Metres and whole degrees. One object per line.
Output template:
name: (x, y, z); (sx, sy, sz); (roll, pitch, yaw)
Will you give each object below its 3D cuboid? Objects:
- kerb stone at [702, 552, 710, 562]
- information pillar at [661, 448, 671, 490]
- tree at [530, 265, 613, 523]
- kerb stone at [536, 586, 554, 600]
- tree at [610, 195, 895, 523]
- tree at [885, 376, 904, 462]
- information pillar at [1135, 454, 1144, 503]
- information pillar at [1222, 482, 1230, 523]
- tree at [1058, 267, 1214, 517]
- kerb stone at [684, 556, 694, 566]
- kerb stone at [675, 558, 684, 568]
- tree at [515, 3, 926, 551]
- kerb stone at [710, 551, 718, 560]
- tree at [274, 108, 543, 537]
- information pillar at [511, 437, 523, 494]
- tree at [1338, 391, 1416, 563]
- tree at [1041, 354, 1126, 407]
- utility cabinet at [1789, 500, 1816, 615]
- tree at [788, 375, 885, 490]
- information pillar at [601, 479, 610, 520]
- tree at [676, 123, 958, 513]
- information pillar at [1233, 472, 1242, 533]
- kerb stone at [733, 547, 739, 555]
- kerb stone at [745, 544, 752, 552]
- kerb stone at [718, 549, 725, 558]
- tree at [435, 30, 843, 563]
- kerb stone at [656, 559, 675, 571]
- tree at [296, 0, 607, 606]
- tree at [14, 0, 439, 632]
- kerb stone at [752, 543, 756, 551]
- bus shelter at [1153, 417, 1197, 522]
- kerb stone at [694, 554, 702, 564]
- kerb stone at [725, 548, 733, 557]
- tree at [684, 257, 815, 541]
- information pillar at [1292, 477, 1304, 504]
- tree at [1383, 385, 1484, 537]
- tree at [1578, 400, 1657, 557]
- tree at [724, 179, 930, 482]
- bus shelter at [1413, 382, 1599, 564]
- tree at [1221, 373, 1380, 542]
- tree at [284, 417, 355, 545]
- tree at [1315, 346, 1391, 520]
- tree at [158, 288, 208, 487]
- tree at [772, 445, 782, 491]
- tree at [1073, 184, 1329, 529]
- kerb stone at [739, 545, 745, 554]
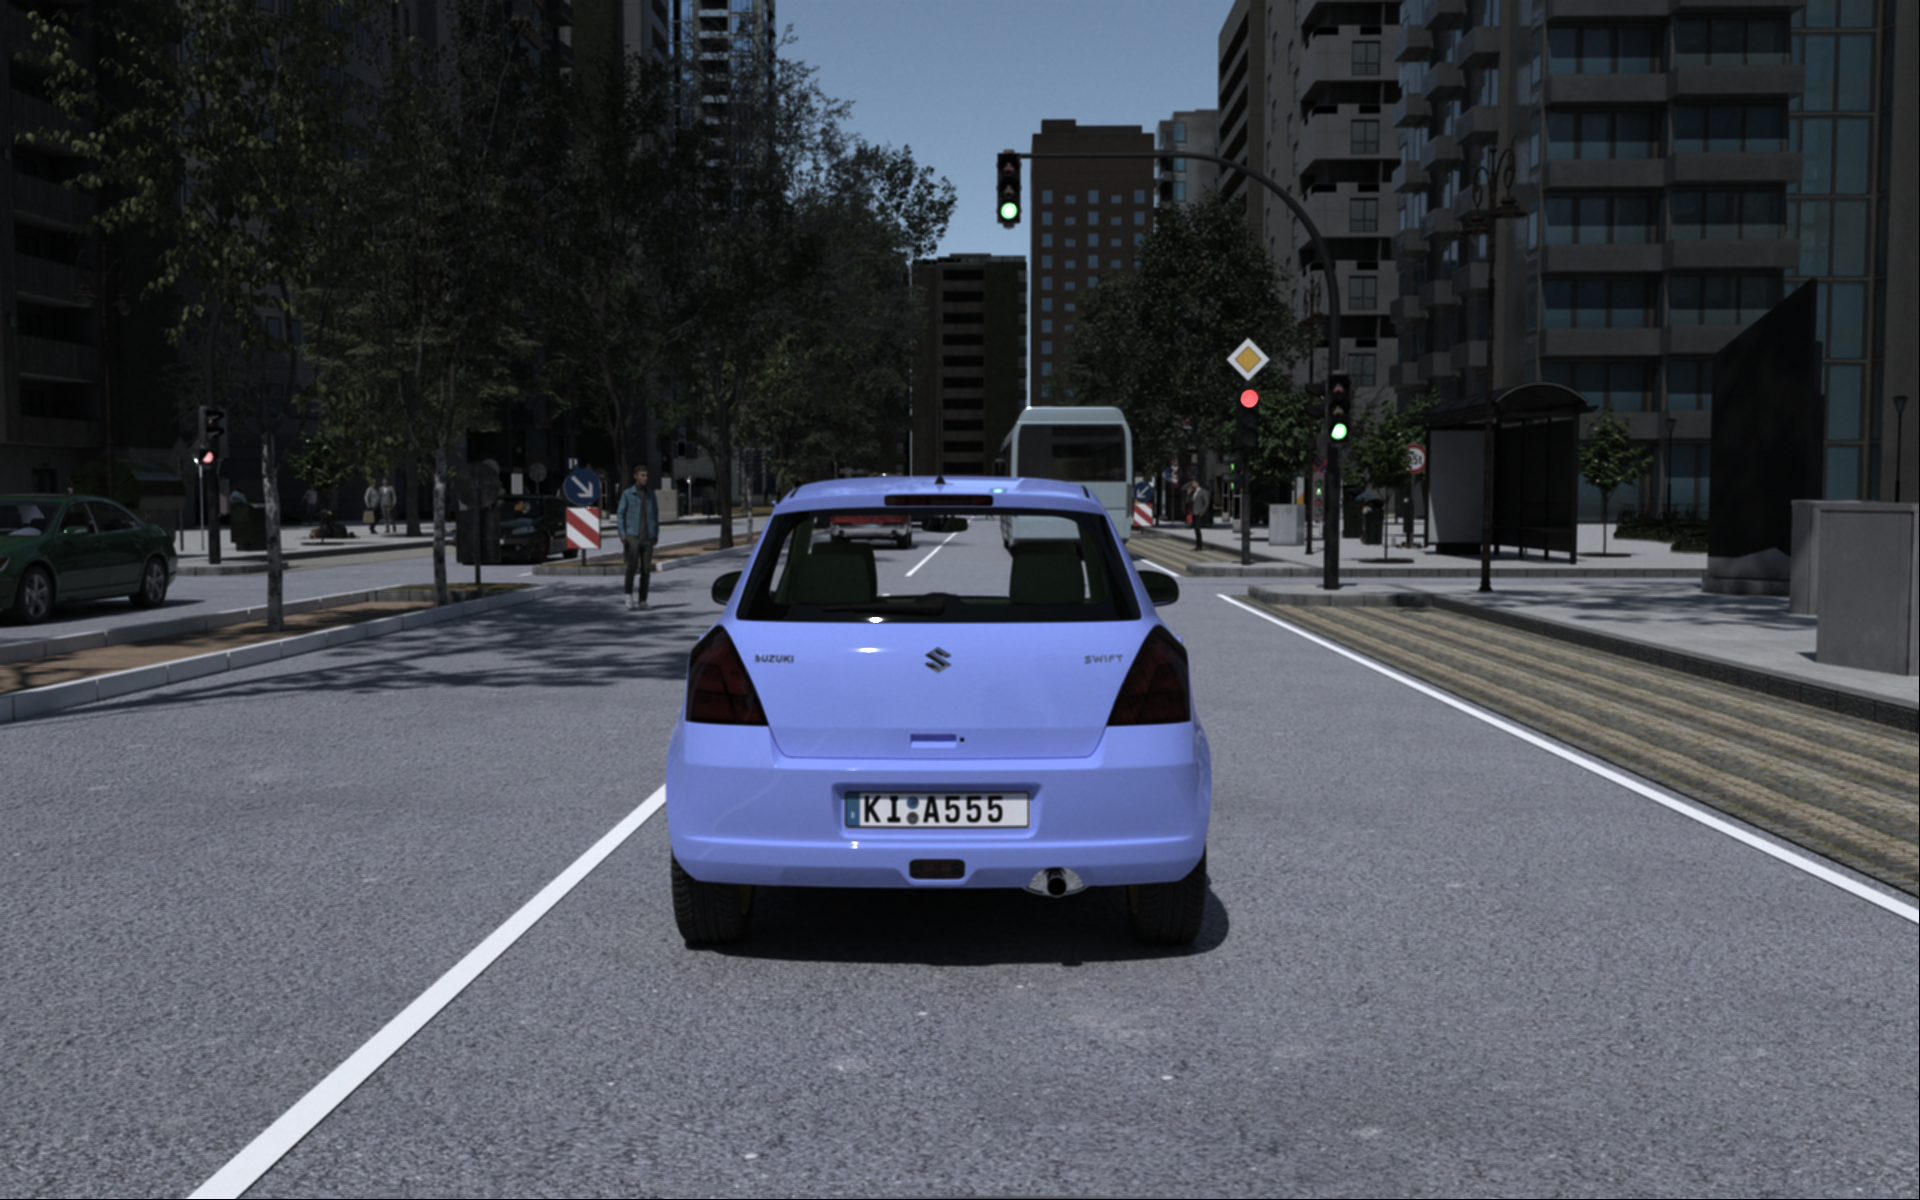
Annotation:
kerb stone: (-5.484, -0.886, 36.674); (0.120, 0.150, 1.000); (0, 4, 1)
information pillar: (-14.851, -5.883, 87.537); (0.504, 3.616, 0.183); (-2, 4, -28)
tree: (-14.991, -9.219, 76.490); (9.928, 11.665, 9.643); (0, 3, 0)
kerb stone: (-5.773, -0.096, 23.799); (0.120, 0.150, 1.000); (0, 4, 1)
tree: (-5.981, -8.026, 59.444); (9.928, 11.665, 9.643); (0, 3, 0)
tree: (-4.886, -8.832, 97.226); (4.360, 8.622, 3.978); (0, 3, 0)
information pillar: (8.654, -5.633, 83.453); (0.504, 3.616, 0.183); (3, 5, 41)
information pillar: (12.025, -4.508, 78.205); (0.304, 2.012, 0.304); (1, 4, 20)
tree: (9.685, -11.576, 95.922); (9.857, 13.997, 8.962); (0, 3, 0)
kerb stone: (-5.525, -0.760, 34.626); (0.120, 0.150, 1.000); (0, 4, 1)
kerb stone: (-5.548, -0.698, 33.601); (0.120, 0.150, 1.000); (0, 4, 1)
tree: (-5.904, -7.993, 43.506); (12.009, 13.543, 11.850); (0, 3, 0)
kerb stone: (-5.463, -0.948, 37.696); (0.120, 0.150, 1.000); (0, 4, 1)
tree: (-16.178, -8.120, 50.883); (7.486, 12.596, 7.792); (0, 3, 0)
information pillar: (-17.972, -4.831, 70.340); (0.183, 3.616, 0.504); (3, 5, 43)
tree: (8.084, -2.320, 32.526); (1.663, 3.219, 1.824); (0, 3, 0)
tree: (9.957, -12.197, 125.168); (9.928, 11.665, 9.643); (0, 3, 0)
utility cabinet: (9.405, -0.451, 18.541); (1.020, 1.237, 0.306); (-1, 4, -18)
tree: (-5.660, -7.670, 78.217); (4.360, 8.622, 3.978); (0, 3, 0)
information pillar: (-17.753, -5.030, 86.738); (0.304, 2.012, 0.304); (1, 4, 21)
tree: (-6.822, -14.020, 87.573); (12.611, 20.169, 13.585); (0, 3, 0)
information pillar: (9.172, -3.208, 56.945); (0.304, 2.012, 0.304); (2, 4, 35)
kerb stone: (-5.390, -1.136, 40.773); (0.120, 0.150, 1.000); (0, 4, 1)
kerb stone: (-5.345, -1.261, 42.819); (0.120, 0.150, 1.000); (0, 4, 1)
kerb stone: (-5.440, -1.003, 38.725); (0.120, 0.150, 1.000); (0, 4, 1)
tree: (-6.370, -5.923, 33.716); (8.767, 10.594, 7.601); (0, 4, 1)
kerb stone: (-5.570, -0.635, 32.577); (0.120, 0.150, 1.000); (0, 4, 1)
tree: (-6.628, -4.234, 22.047); (4.360, 8.622, 3.978); (0, 3, 0)
tree: (-7.039, -3.951, 17.415); (4.737, 8.622, 4.395); (0, 3, 0)
kerb stone: (-5.320, -1.322, 43.841); (0.120, 0.150, 1.000); (0, 4, 1)
bus shelter: (10.520, -6.547, 84.676); (2.179, 5.291, 8.768); (0, 4, 1)
kerb stone: (-5.508, -0.817, 35.652); (0.120, 0.150, 1.000); (0, 4, 1)
kerb stone: (-5.411, -1.074, 39.749); (0.120, 0.150, 1.000); (0, 4, 1)
tree: (-6.340, -6.074, 52.124); (4.737, 8.622, 4.395); (0, 3, 0)
information pillar: (11.481, -4.128, 58.841); (0.183, 3.616, 0.504); (-3, 4, -36)
tree: (14.184, -4.148, 51.529); (4.285, 4.588, 4.351); (0, 3, 0)
tree: (13.411, -2.505, 35.558); (1.663, 3.219, 1.824); (0, 3, 0)
tree: (-5.625, -9.893, 70.857); (9.857, 13.997, 8.962); (0, 3, 0)
bus shelter: (10.542, -2.450, 33.988); (2.014, 3.302, 5.546); (0, 4, 1)
tree: (8.590, -3.879, 47.128); (4.285, 4.588, 4.351); (0, 3, 0)
tree: (-15.982, -3.003, 43.703); (1.663, 3.219, 1.824); (0, 3, 0)
tree: (19.458, -8.369, 87.193); (4.360, 8.622, 3.978); (0, 3, 0)
tree: (-25.628, -6.692, 59.783); (4.360, 8.622, 3.978); (0, 3, 0)
tree: (-14.120, -11.991, 146.408); (4.360, 8.622, 3.978); (0, 3, 0)
tree: (9.047, -9.030, 64.641); (9.611, 12.733, 9.660); (0, 3, 0)
kerb stone: (-5.375, -1.199, 41.797); (0.120, 0.150, 1.000); (0, 4, 1)
